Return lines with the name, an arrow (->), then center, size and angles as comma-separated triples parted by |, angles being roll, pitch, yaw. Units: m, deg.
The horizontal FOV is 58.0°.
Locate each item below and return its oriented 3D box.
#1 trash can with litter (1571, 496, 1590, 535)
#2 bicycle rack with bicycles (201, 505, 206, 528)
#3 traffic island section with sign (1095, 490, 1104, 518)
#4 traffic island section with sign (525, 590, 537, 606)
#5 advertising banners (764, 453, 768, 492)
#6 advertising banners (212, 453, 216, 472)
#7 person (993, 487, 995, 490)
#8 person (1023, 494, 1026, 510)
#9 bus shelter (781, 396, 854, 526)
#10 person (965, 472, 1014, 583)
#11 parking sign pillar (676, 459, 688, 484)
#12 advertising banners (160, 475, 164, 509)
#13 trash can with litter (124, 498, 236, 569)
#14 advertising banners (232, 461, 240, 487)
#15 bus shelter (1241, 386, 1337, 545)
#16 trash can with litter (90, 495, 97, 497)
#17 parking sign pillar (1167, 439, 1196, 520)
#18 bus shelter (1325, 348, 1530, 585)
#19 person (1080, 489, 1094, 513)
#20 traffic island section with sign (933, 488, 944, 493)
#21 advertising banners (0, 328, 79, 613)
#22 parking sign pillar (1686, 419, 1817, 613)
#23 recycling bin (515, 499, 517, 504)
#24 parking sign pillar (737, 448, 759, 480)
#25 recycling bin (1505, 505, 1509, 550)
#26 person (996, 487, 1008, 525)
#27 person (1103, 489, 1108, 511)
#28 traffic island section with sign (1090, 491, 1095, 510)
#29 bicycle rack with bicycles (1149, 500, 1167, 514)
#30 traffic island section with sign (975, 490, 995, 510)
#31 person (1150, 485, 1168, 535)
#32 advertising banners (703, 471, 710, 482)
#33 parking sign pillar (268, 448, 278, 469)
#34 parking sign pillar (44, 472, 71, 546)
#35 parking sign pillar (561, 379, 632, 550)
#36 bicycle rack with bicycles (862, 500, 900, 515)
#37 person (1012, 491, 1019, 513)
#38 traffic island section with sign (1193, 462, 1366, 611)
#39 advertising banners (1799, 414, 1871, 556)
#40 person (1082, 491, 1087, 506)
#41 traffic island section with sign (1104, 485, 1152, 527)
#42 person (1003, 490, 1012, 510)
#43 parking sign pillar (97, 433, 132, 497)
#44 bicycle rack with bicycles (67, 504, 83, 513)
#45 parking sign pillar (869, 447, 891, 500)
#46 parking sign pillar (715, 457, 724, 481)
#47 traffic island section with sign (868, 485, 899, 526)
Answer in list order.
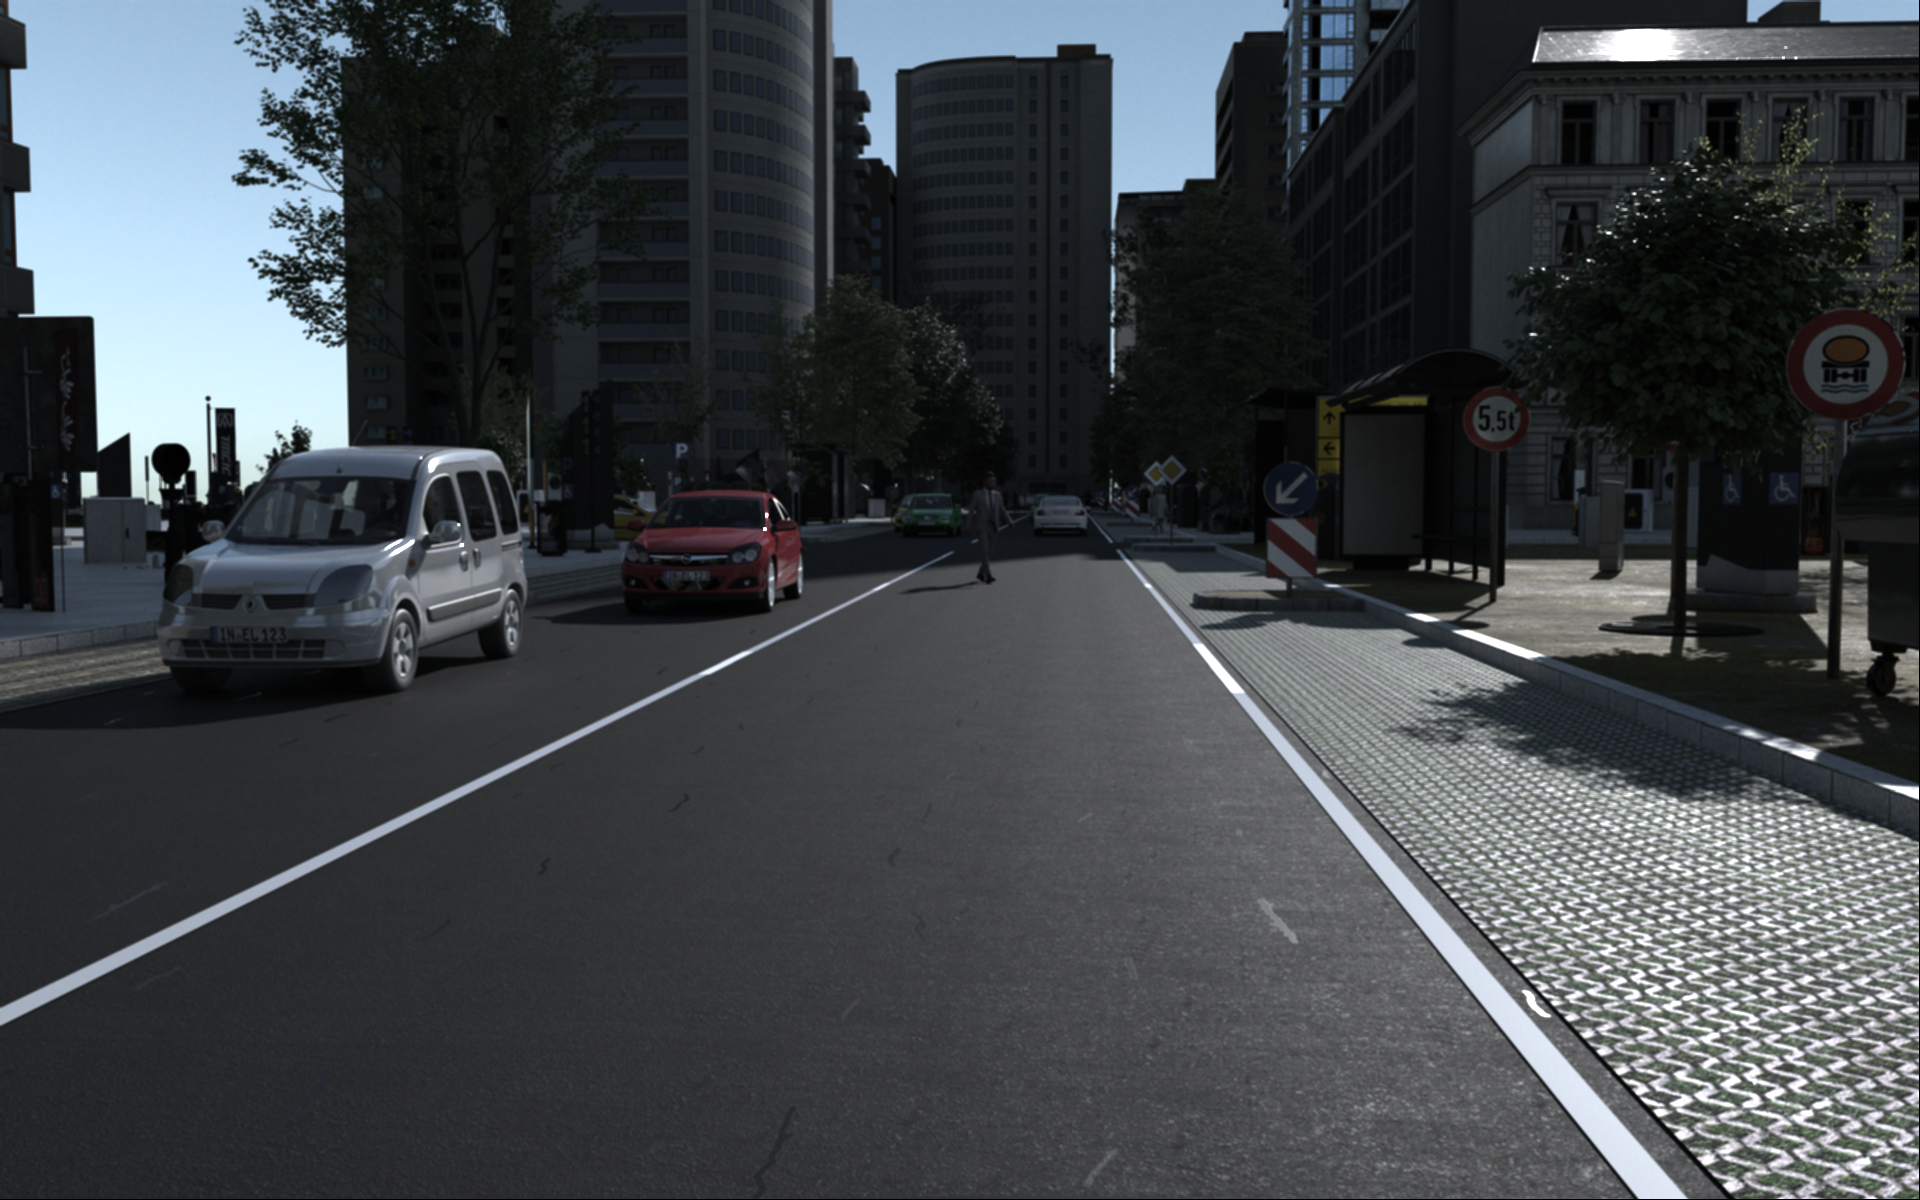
trash can with litter -> 19.998, -2.646, 54.318 | 2.233, 1.210, 1.678 | -3, 5, -40
bicycle rack with bicycles -> -24.704, -2.702, 57.553 | 2.925, 0.926, 2.852 | -1, 4, -20
traffic island section with sign -> 9.234, -5.812, 103.659 | 1.989, 1.847, 2.006 | 0, 4, 4
traffic island section with sign -> -6.543, -0.829, 22.177 | 1.989, 1.847, 2.006 | 0, 4, 4
advertising banners -> -8.085, -4.659, 72.361 | 0.090, 3.025, 2.074 | -1, 4, -8
advertising banners -> -32.062, -4.824, 75.056 | 0.090, 3.025, 2.074 | 0, 4, -7
person -> 1.357, -3.895, 72.575 | 0.661, 1.777, 0.834 | 1, 4, 9
person -> 5.954, -8.911, 157.413 | 0.599, 1.433, 0.991 | 0, 4, 1
bus shelter -> -6.094, -5.856, 73.379 | 2.179, 5.291, 8.768 | 0, 4, 4
person -> 0.446, -1.178, 28.038 | 0.678, 1.792, 0.850 | -2, 4, -27
parking sign pillar -> -15.326, -6.544, 95.465 | 1.447, 3.967, 1.447 | -1, 4, -18
advertising banners -> -54.823, -7.522, 119.168 | 0.090, 3.025, 2.074 | -1, 4, -11
trash can with litter -> -13.192, -1.158, 29.993 | 2.233, 1.210, 1.678 | 1, 4, 23
advertising banners -> -37.220, -5.792, 90.892 | 2.074, 3.025, 0.090 | -1, 4, -11
bus shelter -> 7.763, -3.027, 40.769 | 1.731, 3.624, 6.357 | 0, 4, 4
trash can with litter -> -58.977, -6.596, 118.908 | 1.678, 1.210, 2.233 | 3, 5, 43
parking sign pillar -> 10.889, -5.899, 84.923 | 1.447, 3.967, 1.447 | 2, 4, 33
bus shelter -> 7.047, -2.008, 26.755 | 2.014, 3.302, 5.546 | 0, 4, 4
person -> 9.516, -7.382, 129.158 | 1.348, 1.831, 0.705 | 3, 5, 42
traffic island section with sign -> -1.264, -5.852, 104.302 | 1.989, 1.847, 2.006 | 0, 4, 4
advertising banners -> -10.081, -1.391, 18.932 | 2.074, 3.025, 0.090 | 3, 4, 39
parking sign pillar -> 8.803, -1.886, 19.302 | 1.447, 3.967, 1.447 | -1, 4, -9
recycling bin -> -21.918, -4.464, 85.547 | 0.722, 1.027, 0.722 | -1, 4, -14
parking sign pillar -> -12.229, -6.822, 100.018 | 1.447, 3.967, 1.447 | 0, 4, -7
recycling bin -> 12.220, -1.688, 40.157 | 0.722, 1.027, 0.722 | -1, 4, -11
person -> 1.807, -4.284, 78.949 | 0.834, 1.777, 0.661 | 3, 5, 40
person -> 12.233, -8.354, 145.075 | 0.705, 1.826, 1.348 | 0, 4, -7
traffic island section with sign -> 12.435, -8.865, 153.574 | 1.989, 1.847, 2.006 | 0, 4, 4
bicycle rack with bicycles -> 12.857, -5.586, 104.715 | 2.925, 0.926, 2.852 | 0, 4, -6
traffic island section with sign -> 1.939, -8.907, 154.254 | 1.989, 1.847, 2.006 | 0, 4, 4
person -> 6.802, -3.061, 59.302 | 0.760, 1.731, 0.466 | 2, 4, 35
advertising banners -> -18.074, -8.128, 129.075 | 2.074, 3.025, 0.090 | 0, 4, -6
parking sign pillar -> -39.800, -6.866, 100.727 | 1.447, 3.967, 1.447 | -2, 4, -35
parking sign pillar -> -23.012, -3.345, 43.156 | 1.447, 3.967, 1.447 | 1, 4, 23
parking sign pillar -> -8.651, -3.166, 40.233 | 1.447, 3.967, 1.447 | 2, 4, 32
bicycle rack with bicycles -> -4.424, -5.582, 104.644 | 2.852, 0.926, 2.925 | 3, 5, 42
person -> 4.136, -7.255, 128.586 | 0.415, 1.643, 0.593 | 3, 5, 39
traffic island section with sign -> 3.998, -0.818, 22.004 | 1.989, 1.847, 2.006 | 0, 4, 4
advertising banners -> 17.800, -2.442, 36.110 | 2.074, 3.025, 0.090 | 2, 4, 30
person -> 13.916, -11.119, 190.393 | 1.348, 1.812, 0.705 | 2, 4, 29
traffic island section with sign -> 7.502, -4.167, 76.759 | 1.989, 1.847, 2.006 | 0, 4, 4
person -> 4.134, -9.094, 157.121 | 1.348, 1.831, 0.705 | 2, 4, 29
parking sign pillar -> -36.995, -5.337, 75.735 | 1.447, 3.967, 1.447 | -3, 4, -39
bicycle rack with bicycles -> -53.748, -5.670, 106.093 | 2.925, 0.926, 2.852 | -1, 4, -11
parking sign pillar -> -4.550, -6.748, 98.798 | 1.447, 3.967, 1.447 | -3, 5, -41
parking sign pillar -> -17.484, -8.402, 125.844 | 1.447, 3.967, 1.447 | -1, 4, -17
traffic island section with sign -> -3.010, -4.197, 77.257 | 1.989, 1.847, 2.006 | 0, 4, 4
